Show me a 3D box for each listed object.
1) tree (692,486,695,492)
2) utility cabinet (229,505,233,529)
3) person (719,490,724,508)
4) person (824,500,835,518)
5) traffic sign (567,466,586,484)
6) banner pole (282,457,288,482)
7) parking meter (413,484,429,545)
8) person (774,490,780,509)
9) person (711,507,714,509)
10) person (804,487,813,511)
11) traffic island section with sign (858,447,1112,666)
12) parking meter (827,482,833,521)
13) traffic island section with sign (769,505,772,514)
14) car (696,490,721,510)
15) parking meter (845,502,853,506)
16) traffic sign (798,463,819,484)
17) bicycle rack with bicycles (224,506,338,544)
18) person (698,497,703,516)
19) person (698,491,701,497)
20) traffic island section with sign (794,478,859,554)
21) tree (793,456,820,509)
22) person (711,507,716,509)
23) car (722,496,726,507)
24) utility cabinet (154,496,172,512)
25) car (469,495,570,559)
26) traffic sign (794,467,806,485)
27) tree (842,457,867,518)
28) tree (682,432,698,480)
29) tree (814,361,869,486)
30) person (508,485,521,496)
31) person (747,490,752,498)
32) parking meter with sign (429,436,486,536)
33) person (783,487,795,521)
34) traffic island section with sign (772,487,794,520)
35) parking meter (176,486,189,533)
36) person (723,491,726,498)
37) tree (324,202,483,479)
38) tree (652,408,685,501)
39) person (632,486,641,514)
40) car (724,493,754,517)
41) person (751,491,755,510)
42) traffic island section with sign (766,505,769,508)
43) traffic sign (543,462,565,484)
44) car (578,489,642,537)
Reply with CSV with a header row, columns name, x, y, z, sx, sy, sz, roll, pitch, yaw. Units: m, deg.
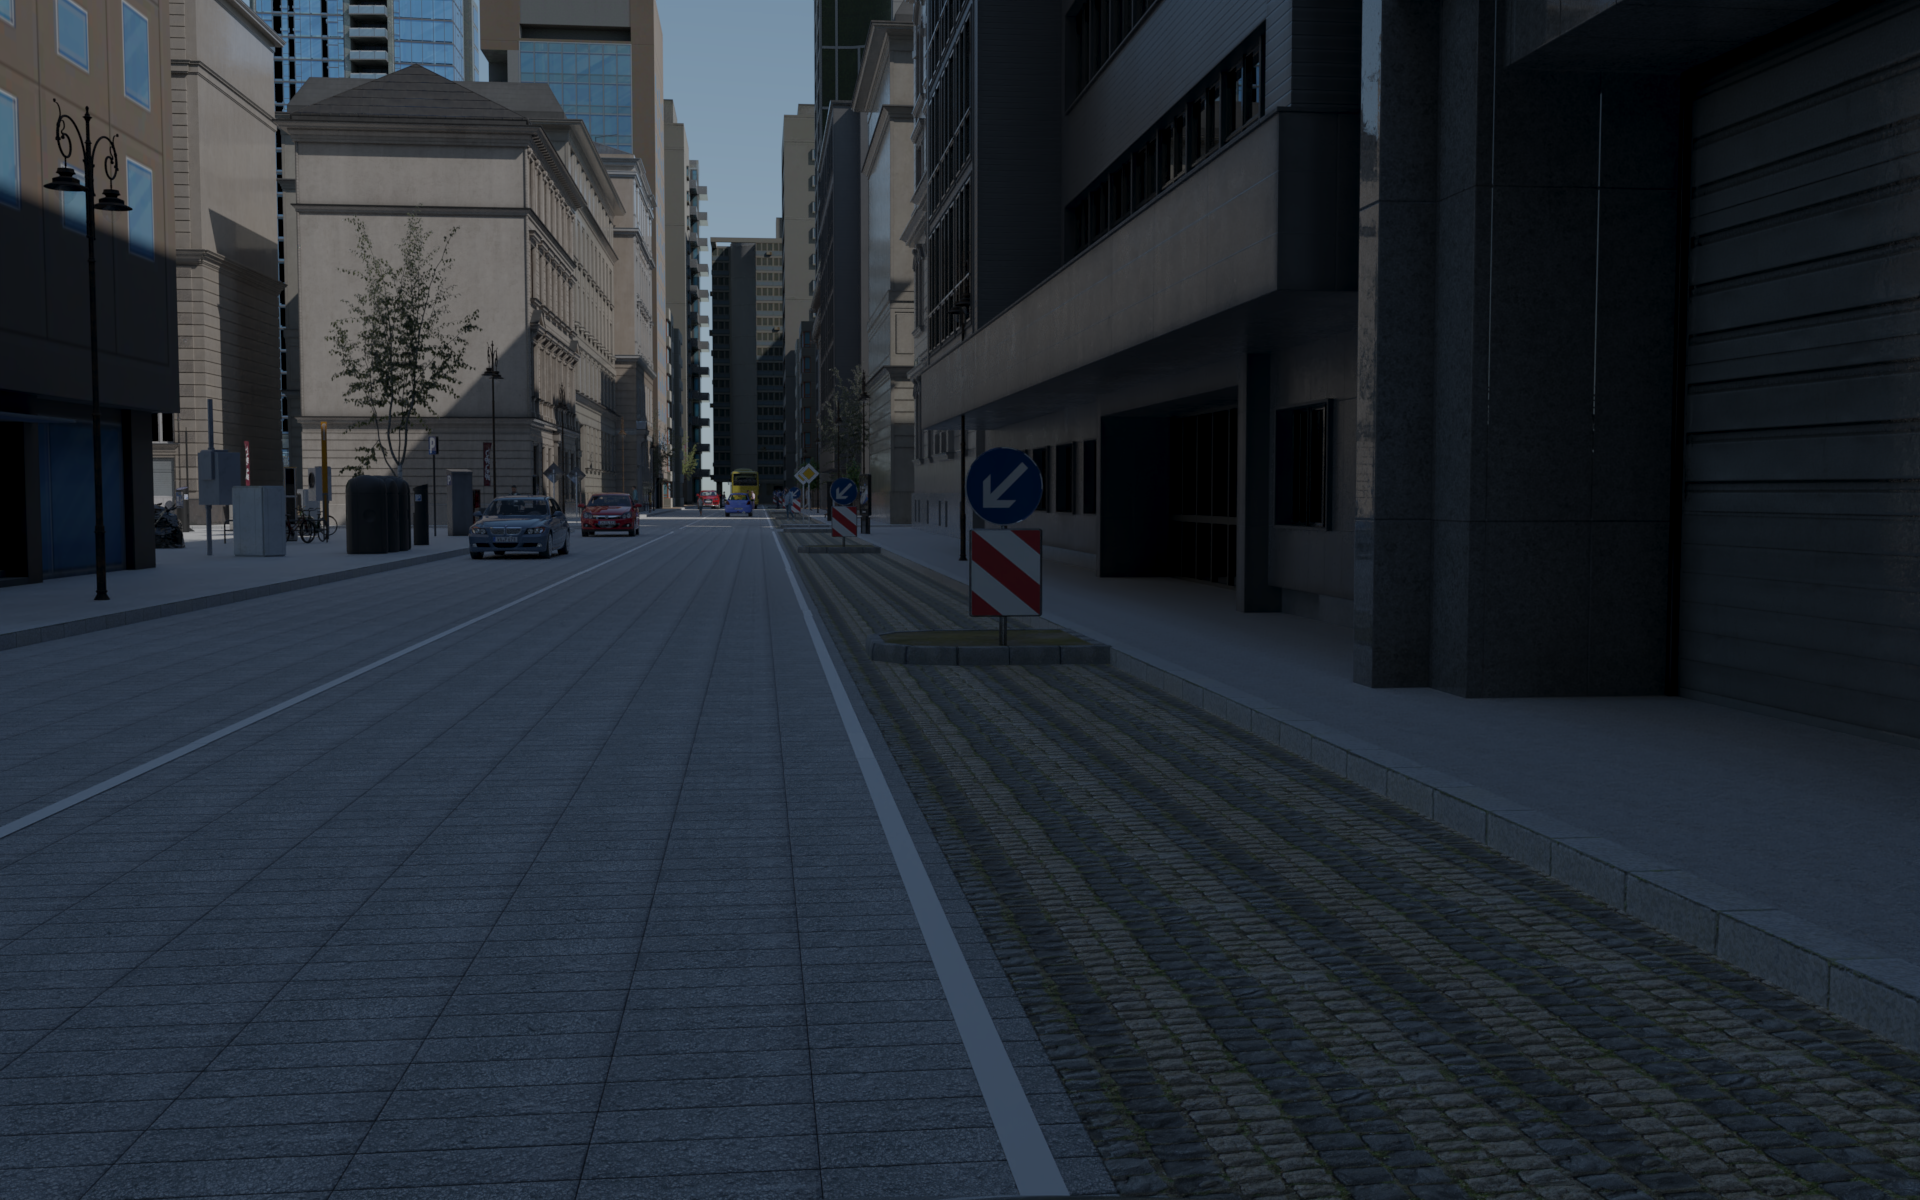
name,x,y,z,sx,sy,sz,roll,pitch,yaw
tree,-35.128,-13.991,223.353,1.663,3.219,1.824,0,3,0
utility cabinet,-24.910,-3.140,60.015,0.318,1.500,1.173,0,4,4
person,-24.199,-10.183,175.006,0.705,1.822,1.348,2,4,24
person,-6.630,-5.064,88.722,0.818,1.842,0.514,-2,4,-24
traffic sign,-15.898,-4.253,71.734,0.795,2.593,0.064,0,4,-7
banner pole,-40.080,-6.899,102.812,0.863,3.779,0.401,2,4,35
parking meter,-13.514,-2.141,43.412,0.372,1.533,0.369,0,3,0
person,-17.573,-9.623,165.711,0.599,1.838,0.709,1,4,12
person,-24.029,-9.784,168.434,0.705,1.831,1.348,1,4,11
person,-11.792,-7.841,134.115,0.818,1.842,0.514,0,4,3
traffic island section with sign,0.180,-0.410,15.327,1.989,1.847,2.006,0,4,-7
parking meter,-6.187,-4.689,82.374,0.255,1.863,0.399,0,4,0
traffic island section with sign,-12.541,-7.073,124.271,1.989,1.847,2.006,0,4,-7
car,-23.540,-9.402,162.403,2.281,1.827,5.304,0,4,-7
parking meter,-5.430,-4.827,84.629,0.399,1.863,0.255,-1,4,-19
traffic sign,-5.639,-3.833,64.867,0.795,2.593,0.064,0,4,-7
bicycle rack with bicycles,-17.715,-1.960,45.432,2.852,0.926,2.925,2,4,24
person,-16.934,-6.104,112.979,0.332,1.250,0.352,2,4,27
person,-28.586,-11.114,190.927,0.721,1.735,1.217,1,4,12
traffic island section with sign,-2.986,-2.068,42.434,1.989,1.847,2.006,0,4,-7
tree,-12.867,-10.231,150.989,4.285,4.588,4.351,0,3,0
person,-23.706,-9.588,166.063,0.445,1.727,0.742,2,4,27
car,-26.899,-10.936,191.165,2.083,1.381,4.827,0,4,-8
utility cabinet,-26.797,-2.856,57.859,0.306,1.237,1.020,1,4,21
car,-10.062,-1.700,39.804,2.014,1.417,4.499,0,4,-5
traffic sign,-6.564,-4.319,72.799,0.795,2.593,0.064,0,4,-7
tree,-5.698,-5.922,91.433,1.663,3.219,1.824,0,3,0
tree,-32.006,-15.096,197.182,4.737,8.622,4.395,0,3,0
tree,-6.165,-8.942,96.569,4.360,8.622,3.978,0,3,0
person,-16.965,-3.498,66.047,0.623,1.781,0.721,-3,5,-43
person,-18.128,-8.580,149.317,0.750,1.759,0.617,1,4,10
parking meter with sign,-15.283,-3.469,52.978,1.738,3.016,0.543,-3,5,-40
person,-9.161,-5.145,92.879,0.793,1.790,0.793,0,4,7
traffic island section with sign,-9.392,-5.424,97.318,1.989,1.847,2.006,0,4,-7
parking meter,-25.966,-3.023,57.840,0.372,1.533,0.369,0,3,0
person,-26.640,-11.445,196.342,0.721,1.736,1.217,0,4,4
tree,-14.402,-5.753,44.420,4.360,8.622,3.978,0,3,0
tree,-25.296,-11.829,143.766,4.360,8.622,3.978,0,3,0
person,-20.831,-6.444,111.421,0.620,1.820,0.660,0,4,-8
car,-14.076,-6.159,110.287,1.945,1.707,3.694,0,4,-6
person,-19.030,-9.132,158.753,0.436,1.711,0.756,1,4,8
traffic island section with sign,-18.332,-10.112,173.956,1.989,1.847,2.006,0,4,-7
traffic sign,-14.972,-3.768,63.803,0.795,2.593,0.064,0,4,-7
car,-11.994,-3.087,59.515,2.155,1.783,4.494,0,4,-8
